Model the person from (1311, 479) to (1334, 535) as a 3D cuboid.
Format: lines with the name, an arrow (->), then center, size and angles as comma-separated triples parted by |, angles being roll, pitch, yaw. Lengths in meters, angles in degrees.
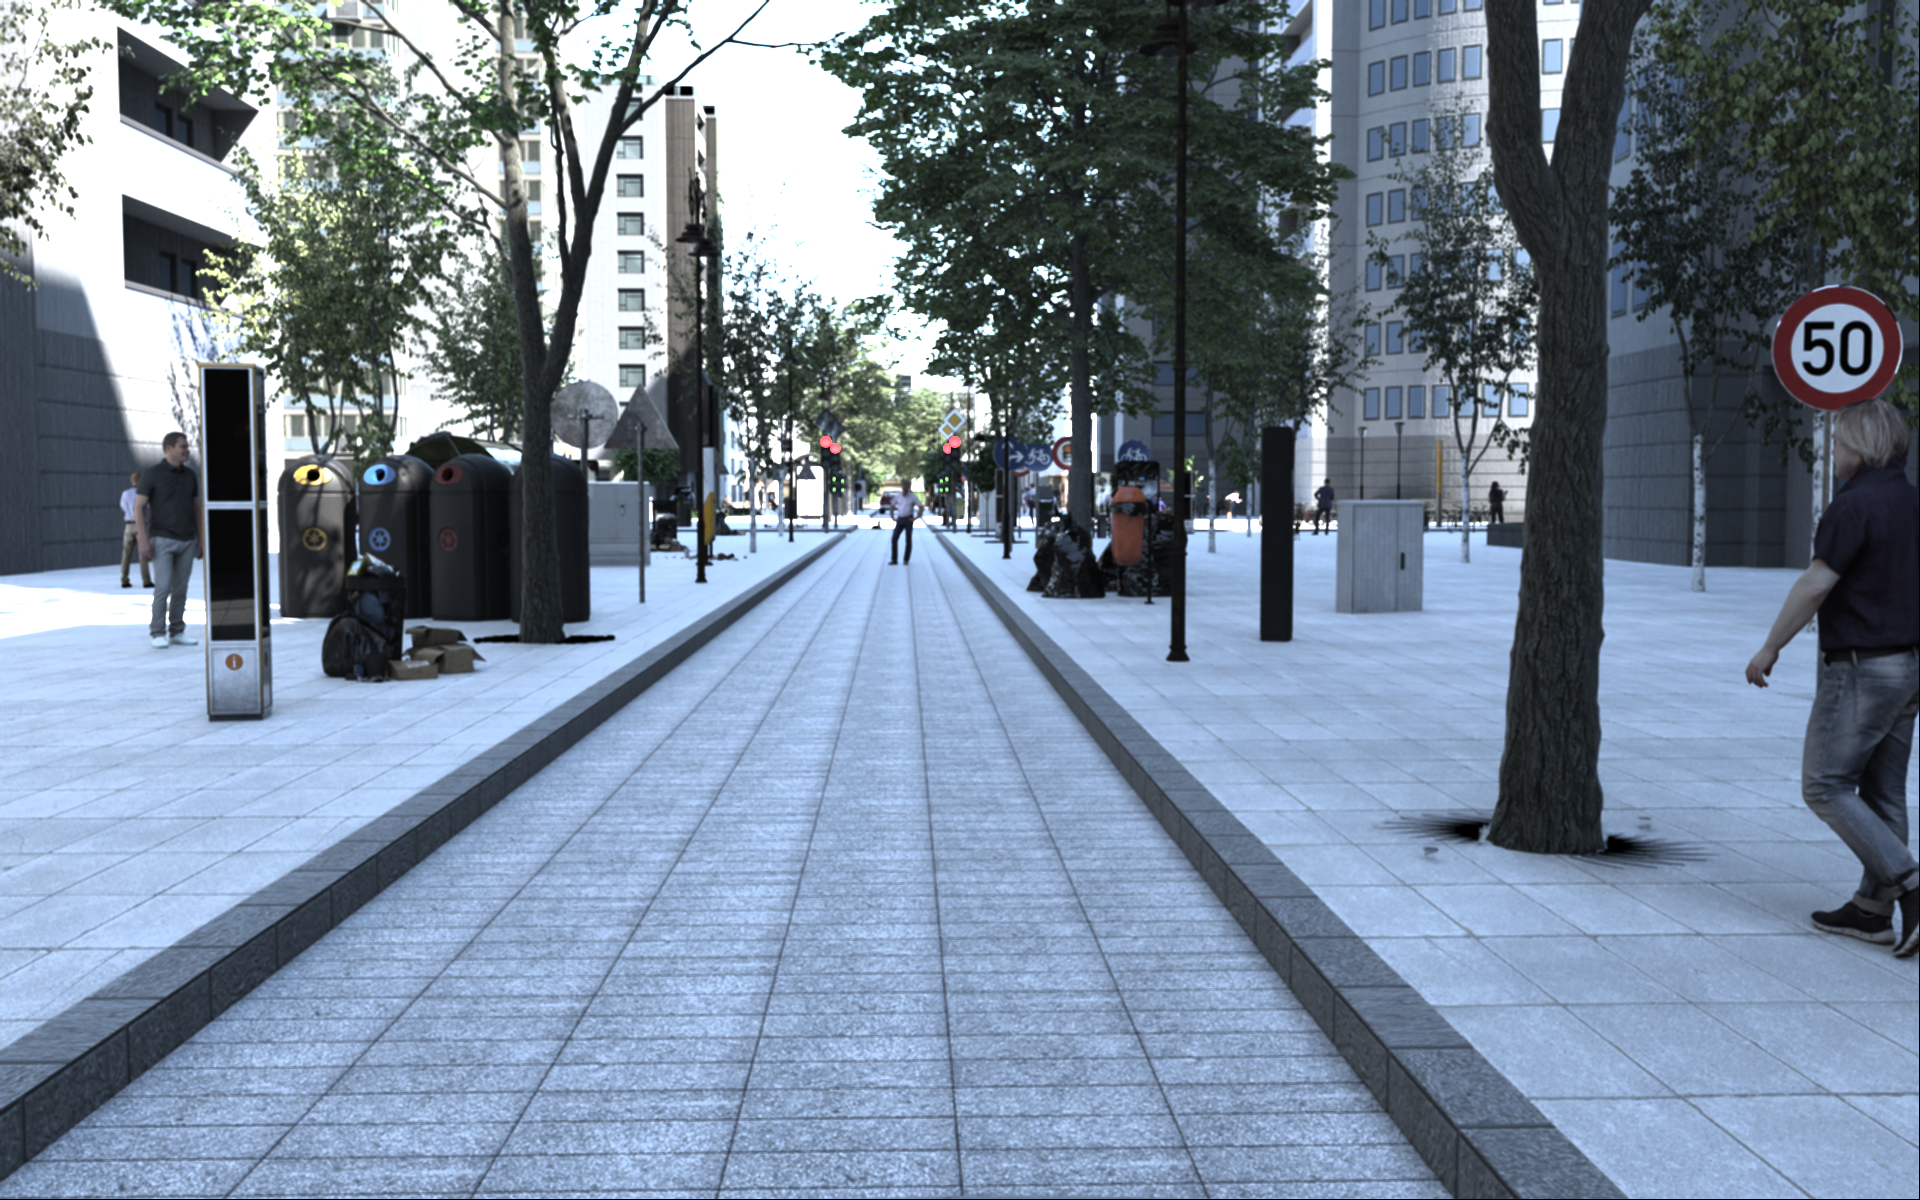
person -> 11.378, -2.929, 54.383 | 0.683, 1.767, 0.568 | -1, 4, -9

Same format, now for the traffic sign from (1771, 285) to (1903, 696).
traffic sign -> 5.357, -0.646, 10.671 | 0.768, 2.556, 0.104 | 0, 4, 6

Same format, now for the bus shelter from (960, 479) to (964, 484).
bus shelter -> 0.501, -8.548, 131.049 | 1.731, 3.624, 6.357 | 0, 4, -2

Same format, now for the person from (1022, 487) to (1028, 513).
person -> 4.353, -6.621, 114.970 | 0.551, 1.740, 0.621 | 3, 4, 38

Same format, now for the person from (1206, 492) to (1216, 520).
person -> 12.339, -4.808, 85.355 | 0.576, 1.737, 0.504 | 3, 5, 42

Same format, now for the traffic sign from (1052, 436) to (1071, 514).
traffic sign -> 2.391, -2.312, 37.911 | 0.768, 2.556, 0.104 | 0, 4, 4

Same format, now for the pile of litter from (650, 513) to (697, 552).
pile of litter -> -6.668, -1.516, 38.757 | 1.719, 0.858, 1.176 | 3, 4, 37

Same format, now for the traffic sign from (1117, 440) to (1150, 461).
traffic sign -> 4.066, -2.478, 40.614 | 0.768, 2.556, 0.104 | 0, 4, 2

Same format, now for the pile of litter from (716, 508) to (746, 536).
pile of litter -> -7.309, -2.444, 53.925 | 1.176, 0.858, 1.719 | -2, 4, -23

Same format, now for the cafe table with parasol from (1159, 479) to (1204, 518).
cafe table with parasol -> 11.513, -5.156, 89.170 | 2.610, 1.966, 2.610 | -1, 4, -19

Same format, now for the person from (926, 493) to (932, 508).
person -> -2.799, -9.221, 160.031 | 0.697, 1.427, 0.421 | -1, 4, -21

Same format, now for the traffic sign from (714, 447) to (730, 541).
traffic sign -> -6.778, -2.922, 47.775 | 0.884, 2.594, 0.081 | 0, 4, 7

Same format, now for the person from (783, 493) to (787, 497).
person -> -18.678, -10.689, 181.529 | 1.217, 1.735, 0.721 | -2, 4, -31

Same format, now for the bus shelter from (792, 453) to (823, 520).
bus shelter -> -7.487, -5.754, 88.001 | 2.014, 3.302, 5.546 | 0, 4, -2

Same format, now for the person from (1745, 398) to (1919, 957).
person -> 2.563, 0.205, 4.898 | 0.569, 1.553, 0.471 | 0, 4, 7

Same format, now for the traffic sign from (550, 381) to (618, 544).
traffic sign -> -4.226, -1.185, 19.486 | 0.768, 2.556, 0.104 | 0, 4, 0

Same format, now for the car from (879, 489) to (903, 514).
car -> -4.778, -7.143, 125.454 | 2.281, 1.827, 5.304 | 0, 4, 0

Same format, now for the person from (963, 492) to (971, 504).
person -> 0.449, -6.154, 107.386 | 0.376, 1.734, 0.841 | -3, 5, -42

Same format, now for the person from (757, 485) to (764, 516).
person -> -11.496, -5.756, 100.281 | 0.434, 1.807, 0.598 | 2, 4, 27

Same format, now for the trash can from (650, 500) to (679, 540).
trash can -> -7.267, -1.893, 42.602 | 0.748, 1.137, 0.748 | 0, 3, 0

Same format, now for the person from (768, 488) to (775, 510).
person -> -15.624, -8.326, 142.729 | 0.990, 1.755, 0.434 | 1, 4, 10

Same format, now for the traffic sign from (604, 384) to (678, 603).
traffic sign -> -3.759, -1.248, 20.409 | 0.884, 2.594, 0.081 | 0, 4, 3

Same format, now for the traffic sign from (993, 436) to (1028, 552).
traffic sign -> 1.116, -2.334, 38.274 | 0.768, 2.556, 0.104 | 0, 4, -1

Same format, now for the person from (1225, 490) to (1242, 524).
person -> 11.757, -4.001, 74.649 | 0.628, 1.438, 0.799 | 1, 4, 21

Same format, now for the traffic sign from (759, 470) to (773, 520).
traffic sign -> -9.408, -5.157, 84.430 | 0.768, 2.556, 0.104 | 0, 4, -1

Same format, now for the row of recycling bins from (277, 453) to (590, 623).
row of recycling bins -> -5.449, -0.660, 17.898 | 3.534, 1.692, 1.069 | 1, 4, 16

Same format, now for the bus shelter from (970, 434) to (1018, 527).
bus shelter -> 1.384, -4.838, 70.383 | 1.731, 3.624, 6.357 | 0, 4, -2

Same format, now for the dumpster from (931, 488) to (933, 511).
dumpster -> -1.550, -7.767, 129.483 | 1.502, 2.255, 1.985 | 0, 4, -2

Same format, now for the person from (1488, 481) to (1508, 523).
person -> 15.376, -2.570, 49.538 | 0.593, 1.643, 0.415 | -2, 4, -29

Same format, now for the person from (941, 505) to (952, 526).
person -> -0.480, -3.423, 70.289 | 0.655, 0.850, 0.859 | 0, 4, -2

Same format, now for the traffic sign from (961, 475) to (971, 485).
traffic sign -> 0.466, -6.019, 98.521 | 0.768, 2.556, 0.104 | 0, 3, 0

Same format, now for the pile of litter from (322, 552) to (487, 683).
pile of litter -> -4.001, 0.081, 12.635 | 1.176, 0.858, 1.719 | 1, 4, 14

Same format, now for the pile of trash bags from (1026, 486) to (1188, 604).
pile of trash bags -> 1.904, -0.726, 21.620 | 1.912, 1.369, 3.447 | 0, 4, -3

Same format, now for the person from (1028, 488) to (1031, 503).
person -> 4.523, -6.351, 111.345 | 0.415, 1.643, 0.593 | 1, 4, 19

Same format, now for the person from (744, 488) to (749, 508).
person -> -18.268, -8.672, 148.279 | 0.683, 1.767, 0.568 | -1, 4, -11

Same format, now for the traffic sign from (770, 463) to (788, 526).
traffic sign -> -7.369, -4.293, 70.302 | 0.768, 2.556, 0.104 | 0, 4, 2

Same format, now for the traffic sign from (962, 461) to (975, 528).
traffic sign -> 0.445, -4.038, 66.127 | 0.768, 2.556, 0.104 | 0, 4, 8

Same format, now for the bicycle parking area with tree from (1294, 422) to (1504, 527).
bicycle parking area with tree -> 17.558, -5.185, 71.776 | 9.016, 4.147, 8.231 | 1, 4, 10

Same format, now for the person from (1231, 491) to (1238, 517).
person -> 14.949, -5.245, 95.035 | 0.776, 1.435, 0.726 | -1, 4, -21

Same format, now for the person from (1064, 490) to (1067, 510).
person -> 4.914, -4.303, 77.854 | 0.517, 1.644, 0.566 | 2, 4, 25

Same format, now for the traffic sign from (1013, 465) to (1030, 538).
traffic sign -> 1.735, -3.066, 50.232 | 0.768, 2.556, 0.104 | 0, 4, 7

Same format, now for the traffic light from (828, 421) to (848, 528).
traffic light -> -4.619, -4.630, 64.613 | 0.839, 4.253, 0.868 | 0, 4, -2

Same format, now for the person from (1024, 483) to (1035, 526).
person -> 2.932, -3.768, 68.586 | 0.756, 1.711, 0.436 | 2, 4, 25

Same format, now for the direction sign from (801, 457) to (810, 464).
direction sign -> -9.572, -6.954, 105.700 | 0.876, 3.537, 0.379 | -2, 4, -29

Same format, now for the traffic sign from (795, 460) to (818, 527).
traffic sign -> -5.937, -4.095, 66.965 | 0.884, 2.594, 0.081 | 0, 4, 5

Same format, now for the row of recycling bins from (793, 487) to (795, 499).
row of recycling bins -> -8.734, -5.523, 97.419 | 1.069, 1.692, 3.534 | 1, 4, 12

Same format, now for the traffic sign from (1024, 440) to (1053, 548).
traffic sign -> 1.814, -2.488, 40.790 | 0.768, 2.556, 0.104 | 0, 4, 3

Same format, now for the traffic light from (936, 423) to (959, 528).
traffic light -> -0.460, -4.639, 64.767 | 0.839, 4.253, 0.868 | 0, 4, -2

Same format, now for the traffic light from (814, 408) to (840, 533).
traffic light -> -4.353, -4.141, 56.633 | 0.839, 4.253, 0.868 | 0, 4, -2

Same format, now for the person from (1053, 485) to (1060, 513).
person -> 5.840, -6.102, 105.940 | 0.598, 1.807, 0.434 | 0, 4, 1

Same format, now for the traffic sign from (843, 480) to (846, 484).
traffic sign -> -8.419, -7.639, 125.002 | 0.768, 2.556, 0.104 | 0, 4, 7

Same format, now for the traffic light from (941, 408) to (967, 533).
traffic light -> -0.194, -4.151, 56.787 | 0.839, 4.253, 0.868 | 0, 4, -2

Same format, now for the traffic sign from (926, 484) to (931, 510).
traffic sign -> -2.349, -8.415, 137.683 | 0.768, 2.556, 0.104 | 0, 4, 2
